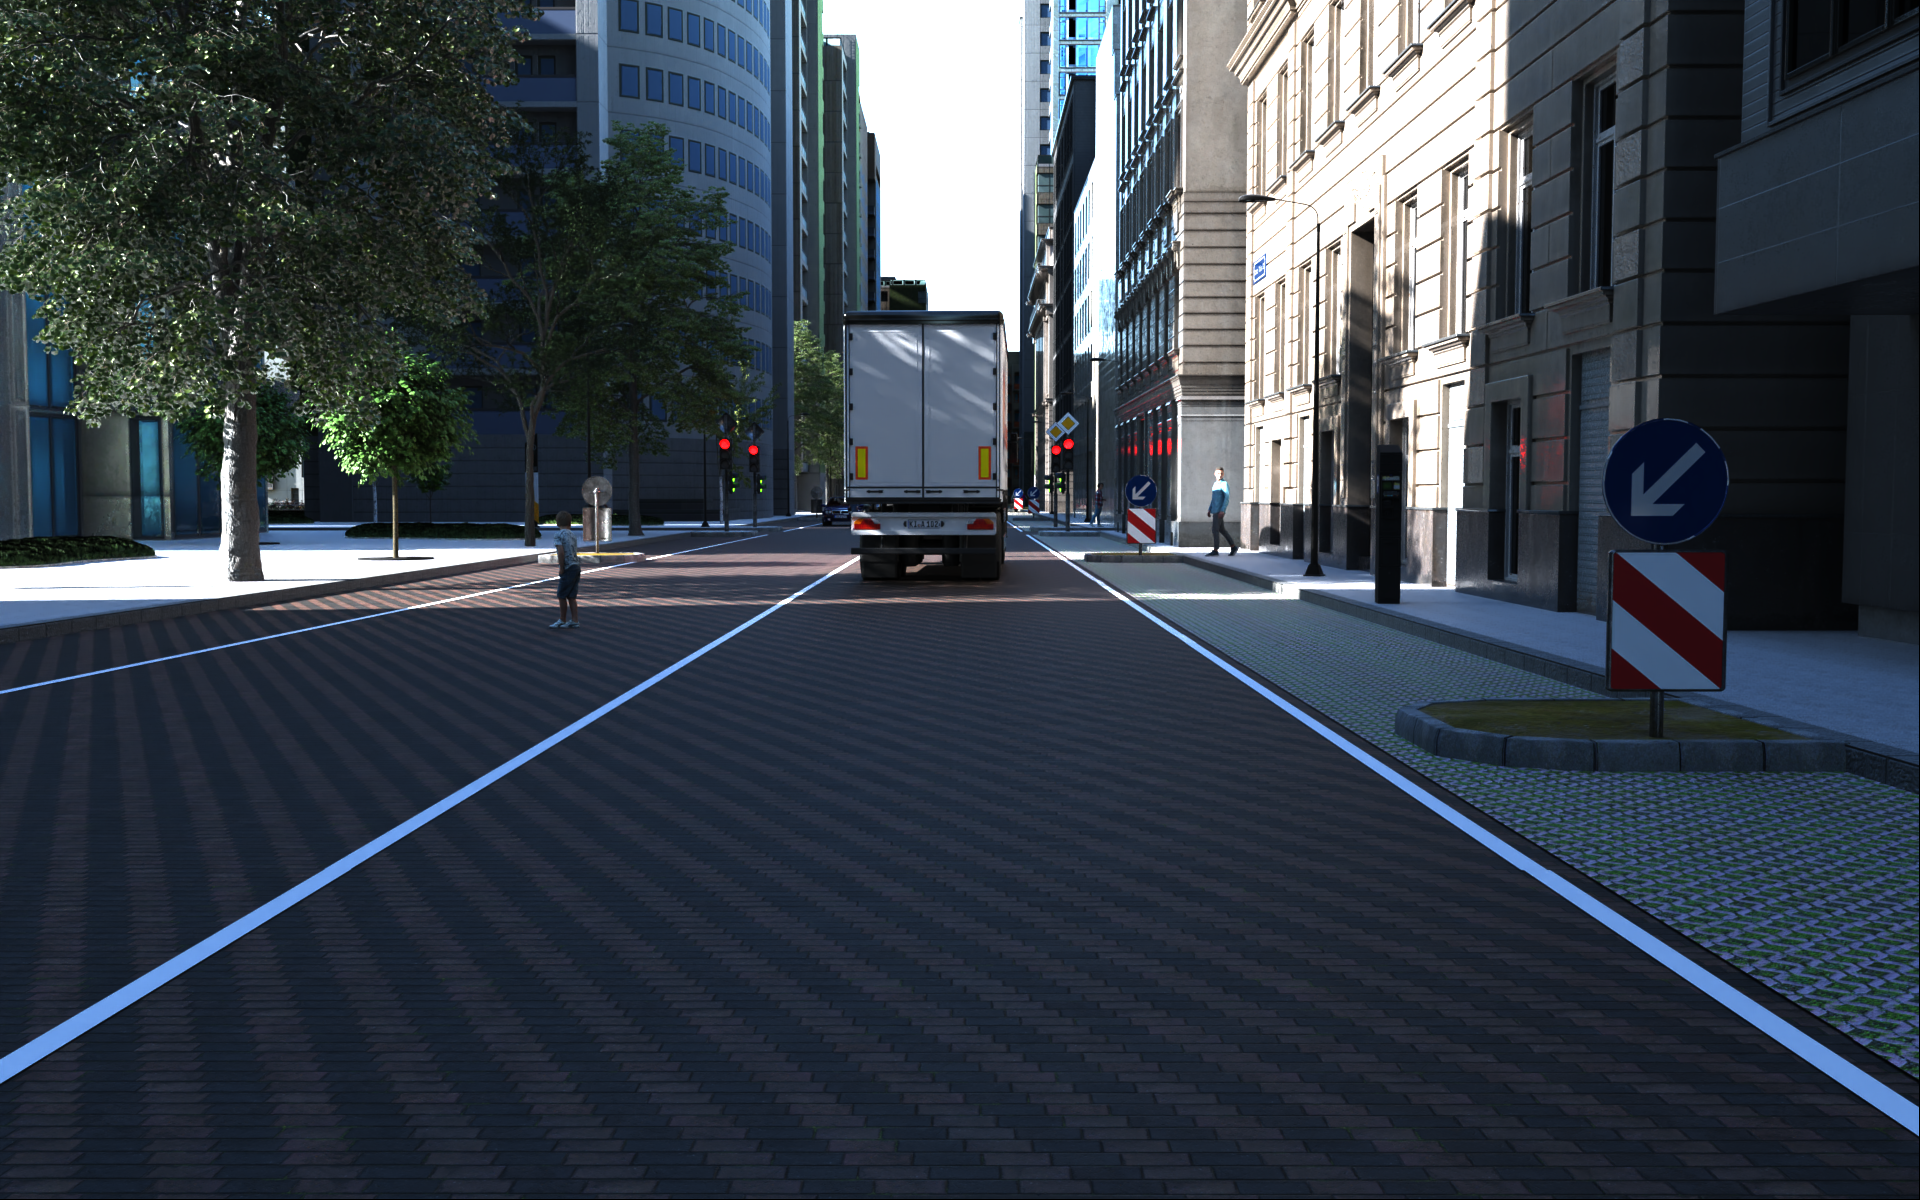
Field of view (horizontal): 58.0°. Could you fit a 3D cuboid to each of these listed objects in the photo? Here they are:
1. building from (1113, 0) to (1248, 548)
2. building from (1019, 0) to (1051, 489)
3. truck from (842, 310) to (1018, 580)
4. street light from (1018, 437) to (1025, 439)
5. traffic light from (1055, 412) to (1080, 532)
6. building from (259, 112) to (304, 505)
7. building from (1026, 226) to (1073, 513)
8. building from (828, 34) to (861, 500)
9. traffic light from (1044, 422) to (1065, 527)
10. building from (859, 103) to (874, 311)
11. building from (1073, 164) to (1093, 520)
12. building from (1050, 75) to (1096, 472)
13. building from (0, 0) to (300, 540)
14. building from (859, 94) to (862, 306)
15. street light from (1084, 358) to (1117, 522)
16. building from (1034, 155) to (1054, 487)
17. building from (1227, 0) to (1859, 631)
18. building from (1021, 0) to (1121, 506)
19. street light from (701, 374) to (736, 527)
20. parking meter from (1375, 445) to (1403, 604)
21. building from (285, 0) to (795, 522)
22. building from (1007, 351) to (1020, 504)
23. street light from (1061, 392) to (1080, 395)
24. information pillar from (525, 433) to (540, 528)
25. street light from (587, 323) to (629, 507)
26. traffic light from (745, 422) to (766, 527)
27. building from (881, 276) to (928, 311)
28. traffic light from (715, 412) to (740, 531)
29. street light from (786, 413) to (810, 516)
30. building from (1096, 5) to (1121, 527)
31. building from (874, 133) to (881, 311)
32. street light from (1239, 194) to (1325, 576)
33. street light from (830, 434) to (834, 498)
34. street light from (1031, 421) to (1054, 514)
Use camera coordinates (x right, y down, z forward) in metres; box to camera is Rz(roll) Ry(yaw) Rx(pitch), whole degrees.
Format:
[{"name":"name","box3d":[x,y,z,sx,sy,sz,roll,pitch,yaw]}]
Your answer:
[{"name":"building","box3d":[9.945,-12.268,49.734,9.793,20.994,18.267,0,4,0]},{"name":"building","box3d":[17.491,-40.419,202.850,21.231,58.520,28.212,0,4,0]},{"name":"truck","box3d":[-0.362,-2.640,32.077,2.839,4.237,11.283,0,4,2]},{"name":"street light","box3d":[5.369,-10.371,142.105,1.470,5.913,1.316,0,4,0]},{"name":"traffic light","box3d":[3.675,-4.303,59.282,0.839,4.253,0.868,0,4,0]},{"name":"building","box3d":[-66.031,-37.558,203.309,27.495,52.752,28.713,0,4,0]},{"name":"building","box3d":[11.984,-17.623,129.936,13.314,21.916,24.055,0,4,0]},{"name":"building","box3d":[-16.035,-28.504,149.637,14.154,41.232,14.086,0,4,0]},{"name":"traffic light","box3d":[3.699,-4.792,67.267,0.839,4.253,0.868,0,4,0]},{"name":"building","box3d":[-17.560,-33.205,193.007,14.600,45.320,14.200,0,4,0]},{"name":"building","box3d":[11.333,-14.113,85.503,10.420,20.320,16.860,0,4,0]},{"name":"building","box3d":[13.225,-19.092,105.668,14.314,27.812,24.014,0,4,0]},{"name":"building","box3d":[-35.809,-26.125,46.745,30.456,49.044,23.786,0,4,0]},{"name":"building","box3d":[-21.206,-31.616,171.541,22.147,44.769,28.867,0,4,0]},{"name":"street light","box3d":[5.112,-5.295,59.121,1.470,5.913,1.316,0,4,0]},{"name":"building","box3d":[13.374,-23.155,150.293,14.160,30.474,14.107,0,4,0]},{"name":"building","box3d":[12.155,-14.083,27.524,12.463,27.353,25.104,0,4,0]},{"name":"building","box3d":[17.742,-52.528,171.504,22.319,86.520,31.000,0,4,0]},{"name":"street light","box3d":[-9.366,-5.788,67.182,1.470,5.913,1.316,0,4,0]},{"name":"parking meter","box3d":[5.030,-0.894,20.331,0.255,1.863,0.399,0,4,7]},{"name":"building","box3d":[-20.772,-33.617,91.630,21.231,58.520,28.212,0,4,0]},{"name":"building","box3d":[10.264,-24.128,239.530,28.899,21.520,27.650,0,4,0]},{"name":"street light","box3d":[5.266,-6.499,78.793,1.470,5.913,1.316,0,4,0]},{"name":"information pillar","box3d":[-16.380,-4.584,66.310,0.504,3.616,0.183,0,4,-3]},{"name":"street light","box3d":[-9.567,-4.562,47.130,1.470,5.913,1.316,0,4,0]},{"name":"traffic light","box3d":[-7.962,-4.793,67.287,0.839,4.253,0.868,0,4,0]},{"name":"building","box3d":[-11.258,-28.227,233.218,14.107,30.474,14.160,0,4,0]},{"name":"traffic light","box3d":[-7.987,-4.305,59.302,0.839,4.253,0.868,0,4,0]},{"name":"street light","box3d":[-9.317,-7.760,99.411,1.470,5.913,1.316,0,4,0]},{"name":"building","box3d":[14.362,-13.242,71.257,16.860,20.320,10.420,0,4,0]},{"name":"building","box3d":[-17.019,-34.261,210.272,14.200,45.320,14.600,0,4,0]},{"name":"street light","box3d":[5.013,-3.330,26.988,1.470,5.913,1.316,0,4,0]},{"name":"street light","box3d":[-9.217,-9.676,130.738,1.470,5.913,1.316,0,4,0]},{"name":"street light","box3d":[5.314,-8.416,110.150,1.470,5.913,1.316,0,4,0]}]
